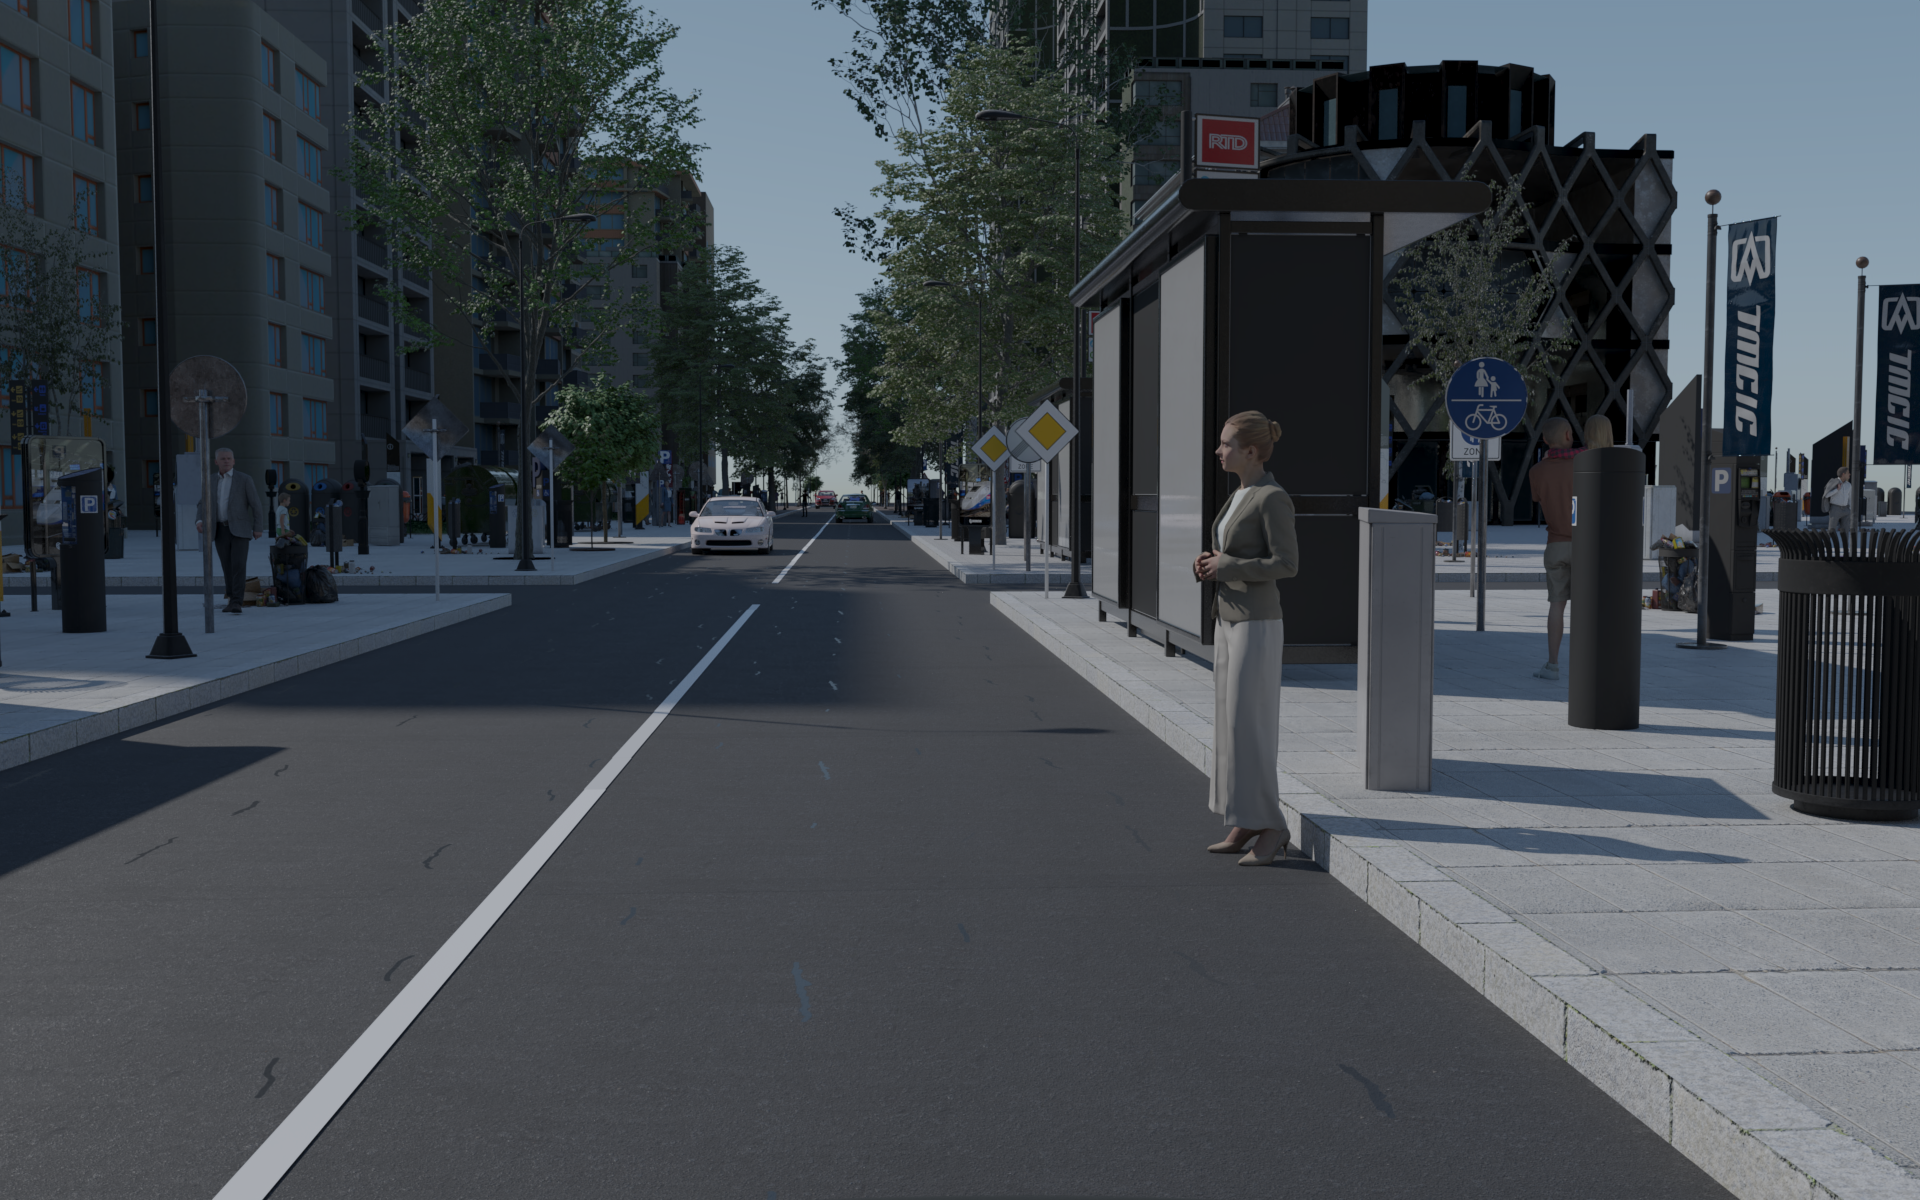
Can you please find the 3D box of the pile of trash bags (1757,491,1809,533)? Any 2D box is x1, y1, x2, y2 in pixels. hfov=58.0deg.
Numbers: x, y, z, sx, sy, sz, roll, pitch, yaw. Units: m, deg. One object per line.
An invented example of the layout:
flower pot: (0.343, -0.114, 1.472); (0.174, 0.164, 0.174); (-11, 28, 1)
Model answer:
pile of trash bags: (26.221, -2.963, 58.199); (3.447, 1.369, 1.912); (0, 4, -4)

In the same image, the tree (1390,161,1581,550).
tree: (11.646, -5.444, 39.368); (4.360, 8.622, 3.978); (0, 3, 0)

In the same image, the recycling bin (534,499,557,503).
recycling bin: (-17.106, -3.617, 71.691); (0.722, 1.027, 0.722); (-2, 4, -30)

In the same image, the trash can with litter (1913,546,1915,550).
trash can with litter: (22.219, -1.693, 38.732); (1.678, 1.210, 2.233); (-3, 5, -44)

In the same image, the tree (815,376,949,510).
tree: (-5.036, -14.033, 139.813); (12.009, 13.543, 11.850); (0, 3, 0)

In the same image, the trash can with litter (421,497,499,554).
trash can with litter: (-10.866, -1.629, 37.686); (1.678, 1.210, 2.233); (-1, 4, -13)

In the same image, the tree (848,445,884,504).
tree: (-9.811, -18.783, 224.115); (9.611, 12.733, 9.660); (0, 3, 0)

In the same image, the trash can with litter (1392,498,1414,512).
trash can with litter: (12.423, -2.215, 47.610); (1.055, 1.170, 0.624); (1, 4, 11)

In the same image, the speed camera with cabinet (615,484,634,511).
speed camera with cabinet: (-19.689, -6.545, 101.340); (0.660, 3.252, 2.038); (1, 4, 13)

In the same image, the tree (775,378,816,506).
tree: (-16.582, -16.521, 180.490); (12.009, 13.543, 11.850); (0, 3, 0)

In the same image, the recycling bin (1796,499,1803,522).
recycling bin: (39.014, -4.191, 81.072); (0.722, 1.027, 0.722); (2, 4, 29)

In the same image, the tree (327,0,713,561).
tree: (-8.376, -6.590, 33.496); (9.928, 11.665, 9.643); (0, 3, 0)

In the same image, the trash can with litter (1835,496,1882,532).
trash can with litter: (30.660, -2.921, 58.811); (1.678, 1.210, 2.233); (-2, 4, -35)

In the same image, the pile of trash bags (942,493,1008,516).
pile of trash bags: (0.816, -5.139, 93.767); (3.447, 1.369, 1.912); (-2, 4, -27)

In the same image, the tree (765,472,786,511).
tree: (-14.202, -8.370, 131.454); (1.663, 3.219, 1.824); (0, 3, 0)

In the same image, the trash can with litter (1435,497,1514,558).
trash can with litter: (10.347, -1.515, 35.820); (1.678, 1.210, 2.233); (0, 4, -3)

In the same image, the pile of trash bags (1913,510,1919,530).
pile of trash bags: (34.720, -3.149, 61.237); (1.912, 1.369, 3.447); (3, 4, 39)

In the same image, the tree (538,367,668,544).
tree: (-9.236, -3.745, 44.950); (4.285, 4.588, 4.351); (0, 3, 0)

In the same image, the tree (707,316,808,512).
tree: (-13.388, -13.204, 122.541); (9.857, 13.997, 8.962); (0, 3, 0)

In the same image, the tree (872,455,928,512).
tree: (-4.023, -8.748, 126.745); (4.285, 4.588, 4.351); (0, 3, 0)

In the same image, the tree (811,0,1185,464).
tree: (1.446, -12.323, 57.374); (12.611, 20.169, 13.585); (0, 3, 0)

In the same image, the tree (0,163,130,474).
tree: (-20.493, -5.399, 38.632); (4.360, 8.622, 3.978); (0, 3, 0)

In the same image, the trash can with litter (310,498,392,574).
trash can with litter: (-10.177, -1.075, 28.635); (1.678, 1.210, 2.233); (-1, 4, -11)

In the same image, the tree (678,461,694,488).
tree: (-16.736, -6.610, 102.674); (1.663, 3.219, 1.824); (0, 3, 0)

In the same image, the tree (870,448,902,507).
tree: (-8.435, -15.280, 200.196); (4.737, 8.622, 4.395); (0, 3, 0)

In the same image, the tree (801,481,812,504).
tree: (-20.016, -14.337, 229.016); (1.663, 3.219, 1.824); (0, 3, 0)

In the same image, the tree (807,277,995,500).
tree: (-2.587, -11.554, 95.564); (9.857, 13.997, 8.962); (0, 3, 0)

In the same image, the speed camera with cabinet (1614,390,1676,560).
speed camera with cabinet: (13.099, -2.394, 33.483); (2.038, 3.252, 0.660); (-3, 5, -40)

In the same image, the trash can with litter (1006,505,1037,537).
trash can with litter: (1.897, -2.476, 51.871); (1.055, 1.170, 0.624); (-3, 5, -42)

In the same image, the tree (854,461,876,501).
tree: (-12.233, -19.412, 251.797); (7.601, 10.594, 8.767); (1, 4, 17)

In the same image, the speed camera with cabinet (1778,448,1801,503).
speed camera with cabinet: (35.455, -4.874, 74.027); (0.660, 3.252, 2.038); (2, 4, 35)

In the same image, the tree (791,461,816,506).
tree: (-18.166, -14.874, 193.552); (4.360, 8.622, 3.978); (0, 3, 0)

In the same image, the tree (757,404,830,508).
tree: (-15.363, -13.500, 155.134); (8.767, 10.594, 7.601); (1, 4, 14)

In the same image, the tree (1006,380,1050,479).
tree: (4.856, -9.300, 102.416); (4.737, 8.622, 4.395); (0, 3, 0)

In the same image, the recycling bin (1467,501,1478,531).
recycling bin: (17.830, -2.903, 60.020); (0.722, 1.027, 0.722); (2, 4, 29)

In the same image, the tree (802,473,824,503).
tree: (-22.133, -16.974, 261.235); (4.285, 4.588, 4.351); (0, 3, 0)

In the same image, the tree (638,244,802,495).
tree: (-11.221, -9.861, 79.356); (7.486, 12.596, 7.792); (0, 3, 0)

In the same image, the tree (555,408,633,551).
tree: (-8.466, -2.725, 39.149); (1.663, 3.219, 1.824); (0, 3, 0)

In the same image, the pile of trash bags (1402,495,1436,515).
pile of trash bags: (16.757, -3.433, 65.888); (3.447, 1.369, 1.912); (1, 4, 10)

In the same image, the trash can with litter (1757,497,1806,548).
trash can with litter: (19.630, -1.896, 42.059); (2.233, 1.210, 1.678); (2, 4, 34)

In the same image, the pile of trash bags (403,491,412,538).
pile of trash bags: (-17.071, -2.520, 50.953); (1.912, 1.369, 3.447); (-3, 5, -45)

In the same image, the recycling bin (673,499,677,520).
recycling bin: (-14.135, -4.505, 86.206); (0.722, 1.027, 0.722); (0, 4, 5)

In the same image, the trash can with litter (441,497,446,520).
trash can with litter: (-20.448, -3.535, 69.182); (1.055, 1.170, 0.624); (3, 5, 43)

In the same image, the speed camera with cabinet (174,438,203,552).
speed camera with cabinet: (-17.368, -2.732, 39.001); (0.660, 3.252, 2.038); (-2, 4, -26)

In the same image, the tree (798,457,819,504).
tree: (-18.811, -16.073, 213.156); (4.737, 8.622, 4.395); (0, 3, 0)

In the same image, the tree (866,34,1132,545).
tree: (1.372, -7.667, 43.477); (7.486, 12.596, 7.792); (0, 3, 0)

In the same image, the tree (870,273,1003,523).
tree: (-1.746, -9.326, 78.228); (9.928, 11.665, 9.643); (0, 3, 0)

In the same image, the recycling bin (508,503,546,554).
recycling bin: (-9.355, -1.519, 37.385); (0.722, 1.027, 0.722); (-1, 4, -9)
